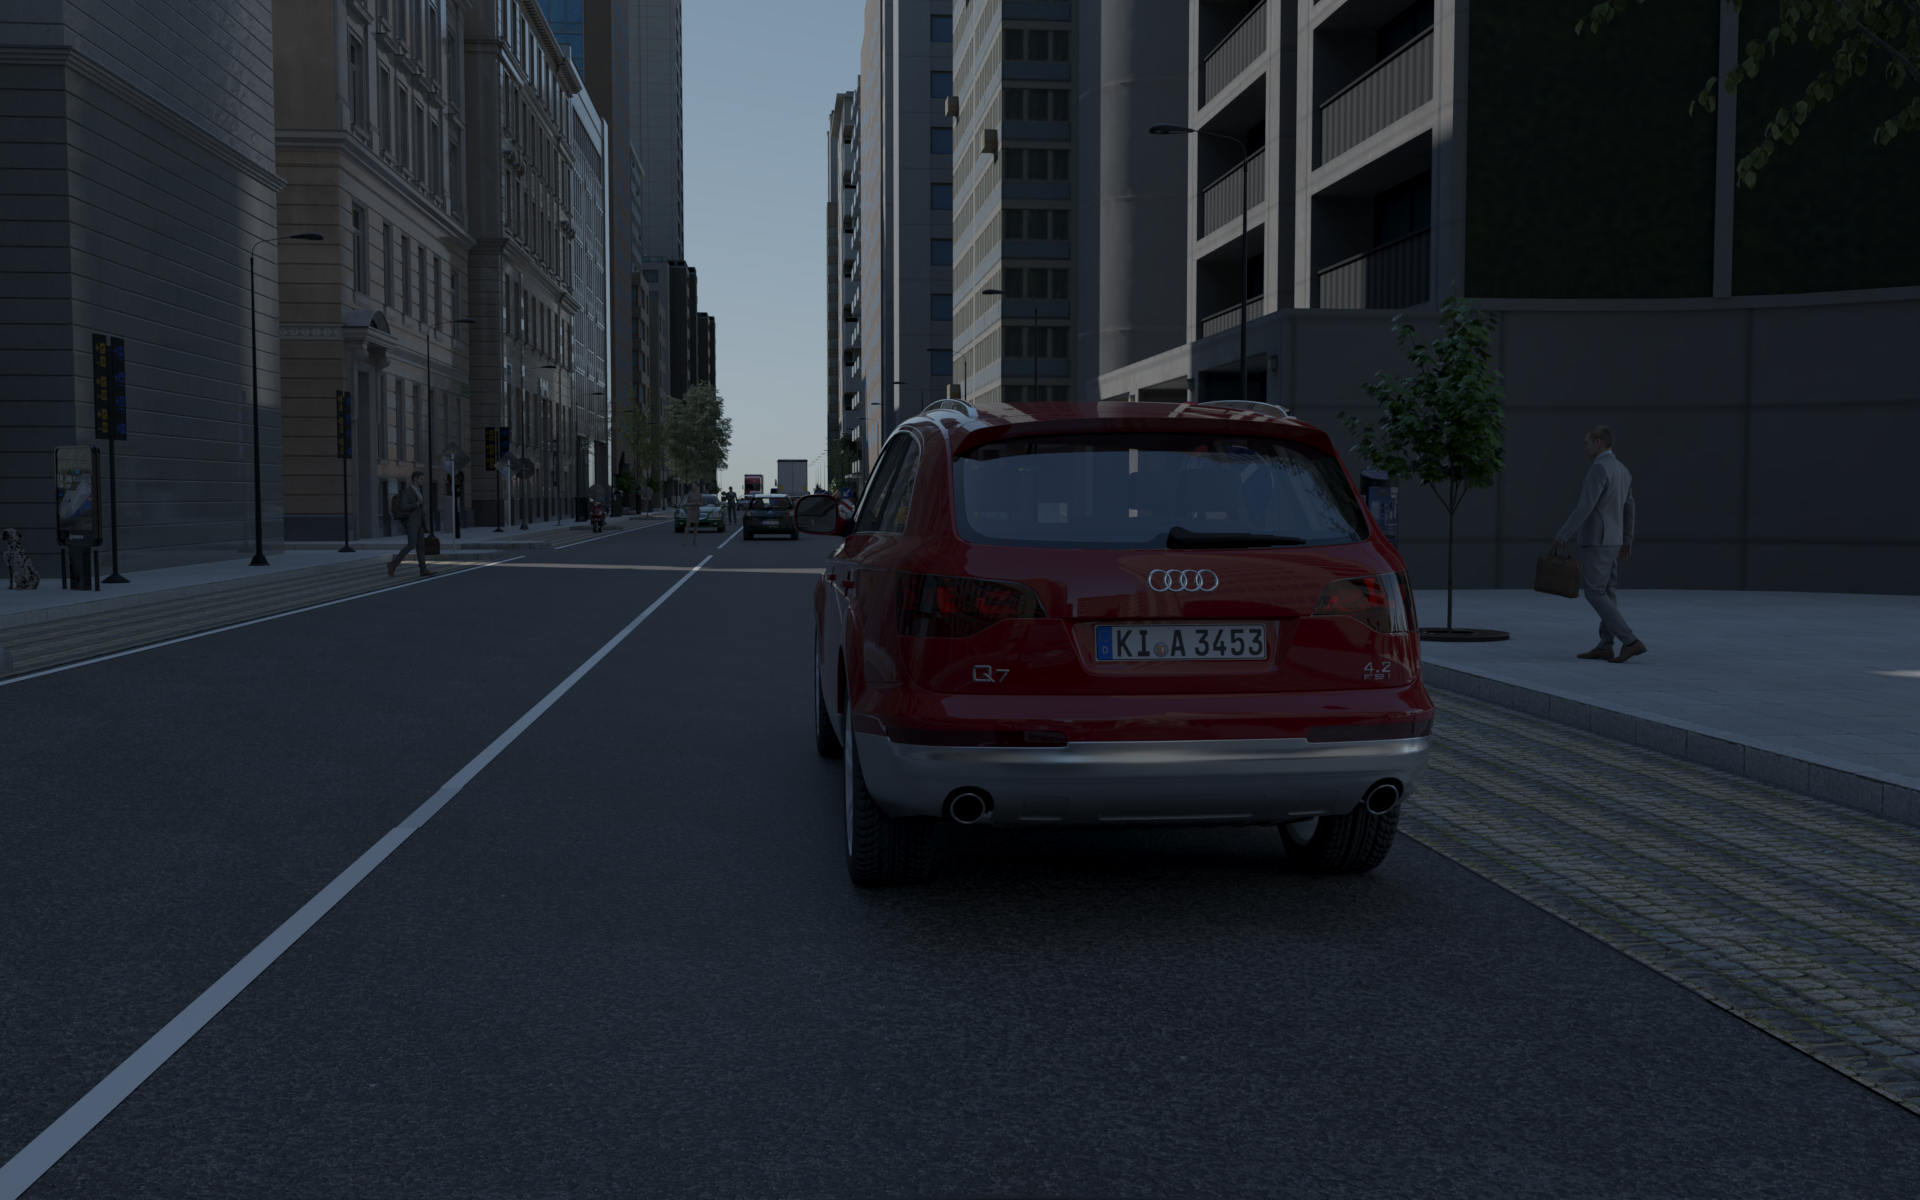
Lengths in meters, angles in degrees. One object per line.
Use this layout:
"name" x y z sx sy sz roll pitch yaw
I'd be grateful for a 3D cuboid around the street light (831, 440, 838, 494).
"street light" -10.039 -10.727 147.932 1.470 5.913 1.316 0 4 -6

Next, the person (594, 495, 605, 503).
"person" -19.328 -5.288 92.841 0.601 1.785 0.444 -1 4 -19

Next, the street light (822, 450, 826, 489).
"street light" -13.535 -12.776 181.421 1.470 5.913 1.316 0 4 -6

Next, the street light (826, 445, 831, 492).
"street light" -11.698 -11.747 164.603 1.470 5.913 1.316 0 4 -6

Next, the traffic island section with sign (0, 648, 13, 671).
"traffic island section with sign" -8.664 -0.299 13.512 1.989 1.847 2.006 0 4 -6

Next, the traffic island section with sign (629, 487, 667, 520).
"traffic island section with sign" -17.224 -5.325 95.693 1.989 1.847 2.006 0 4 -6

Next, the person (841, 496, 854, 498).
"person" -9.994 -8.933 152.921 1.217 1.723 0.721 0 4 -4

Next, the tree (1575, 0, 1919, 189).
"tree" 5.108 -3.551 8.428 4.737 8.622 4.395 0 3 0

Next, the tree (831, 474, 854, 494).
"tree" -11.157 -10.517 166.551 1.663 3.219 1.824 0 3 0

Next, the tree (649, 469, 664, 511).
"tree" -23.804 -8.532 134.101 1.663 3.219 1.824 0 3 0

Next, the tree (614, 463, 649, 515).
"tree" -20.197 -6.792 105.651 1.663 3.219 1.824 0 3 0

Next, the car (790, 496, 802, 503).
"car" -10.473 -6.096 112.244 1.945 1.354 3.894 0 4 -4

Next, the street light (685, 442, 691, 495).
"street light" -24.882 -11.171 155.189 1.470 5.913 1.316 0 4 -6

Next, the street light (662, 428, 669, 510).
"street light" -21.484 -9.146 122.085 1.470 5.913 1.316 0 4 -6

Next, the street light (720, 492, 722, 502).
"street light" -33.666 -16.316 239.313 1.470 5.913 1.316 0 4 -6

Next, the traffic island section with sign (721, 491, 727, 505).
"traffic island section with sign" -33.782 -15.055 254.775 1.989 1.847 2.006 0 4 -6

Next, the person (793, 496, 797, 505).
"person" -9.183 -5.160 97.140 0.394 1.301 0.425 0 4 -8

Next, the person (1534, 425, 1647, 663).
"person" 4.929 -0.441 13.367 0.853 1.813 0.709 3 5 40

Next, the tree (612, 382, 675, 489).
"tree" -21.130 -10.071 115.020 4.737 8.622 4.395 0 3 0

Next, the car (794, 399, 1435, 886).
"car" 0.398 0.043 7.973 2.281 1.827 5.304 0 4 -7

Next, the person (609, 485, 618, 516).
"person" -20.506 -5.914 102.845 0.850 1.850 0.679 3 4 36

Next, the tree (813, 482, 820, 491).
"tree" -22.765 -17.180 275.496 1.663 3.219 1.824 0 3 0

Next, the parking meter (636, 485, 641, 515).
"parking meter" -19.972 -6.230 107.572 0.255 1.863 0.399 -2 4 -26

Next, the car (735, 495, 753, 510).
"car" -18.799 -8.555 152.455 1.945 1.354 3.894 0 4 -8

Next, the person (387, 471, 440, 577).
"person" -9.463 -1.314 29.954 0.822 1.834 0.622 0 4 -3

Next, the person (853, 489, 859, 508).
"person" -9.466 -9.265 158.045 0.721 1.766 1.217 -1 4 -21

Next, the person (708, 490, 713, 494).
"person" -21.572 -8.637 149.742 1.348 1.821 0.705 -1 4 -9

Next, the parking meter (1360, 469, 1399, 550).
"parking meter" 4.094 -0.522 16.951 0.372 1.533 0.369 0 3 0

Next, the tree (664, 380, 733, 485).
"tree" -29.883 -17.620 194.744 9.857 13.997 8.962 0 3 0

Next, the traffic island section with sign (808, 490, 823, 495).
"traffic island section with sign" -14.462 -10.096 173.701 1.989 1.847 2.006 0 4 -6

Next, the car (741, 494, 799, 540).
"car" -5.976 -2.763 54.963 2.009 1.686 4.222 0 4 -5

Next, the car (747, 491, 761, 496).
"car" -27.498 -13.699 232.652 2.281 1.827 5.304 0 4 -6

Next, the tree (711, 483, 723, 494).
"tree" -36.985 -16.394 262.646 1.663 3.219 1.824 0 3 0

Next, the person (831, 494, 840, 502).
"person" -13.749 -11.280 191.201 1.217 1.736 0.721 -2 4 -25

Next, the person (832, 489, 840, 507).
"person" -12.605 -10.546 178.477 1.348 1.823 0.705 0 4 -2

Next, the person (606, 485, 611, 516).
"person" -20.194 -5.737 100.020 0.728 1.800 0.709 -1 4 -23

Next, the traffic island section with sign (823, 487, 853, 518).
"traffic island section with sign" -6.483 -5.407 97.035 1.989 1.847 2.006 0 4 -6

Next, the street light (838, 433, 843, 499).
"street light" -8.274 -9.681 130.825 1.470 5.913 1.316 0 4 -6

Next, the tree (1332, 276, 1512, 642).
"tree" 4.461 -1.278 15.498 1.663 3.219 1.824 0 3 0

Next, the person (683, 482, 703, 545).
"person" -7.476 -2.428 48.543 0.599 1.781 0.374 -1 4 -20

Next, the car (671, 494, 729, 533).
"car" -9.845 -3.298 65.726 2.131 1.459 4.920 0 4 -7

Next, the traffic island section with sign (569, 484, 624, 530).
"traffic island section with sign" -14.432 -3.685 68.882 1.989 1.847 2.006 0 4 -6

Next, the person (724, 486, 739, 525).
"person" -10.711 -4.436 81.211 0.661 1.801 0.590 -1 4 -9

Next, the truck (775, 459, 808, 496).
"truck" -14.049 -9.528 144.703 2.839 4.237 11.283 0 4 -6

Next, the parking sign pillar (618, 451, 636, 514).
"parking sign pillar" -21.265 -7.407 109.581 1.447 3.967 1.447 -1 4 -22

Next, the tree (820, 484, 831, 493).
"tree" -13.656 -11.809 187.684 1.663 3.219 1.824 0 3 0

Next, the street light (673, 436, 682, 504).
"street light" -23.173 -10.158 138.617 1.470 5.913 1.316 0 4 -6

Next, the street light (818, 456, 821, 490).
"street light" -15.164 -13.793 198.057 1.470 5.913 1.316 0 4 -6

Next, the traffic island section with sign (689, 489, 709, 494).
"traffic island section with sign" -22.432 -8.387 145.762 1.989 1.847 2.006 0 4 -6

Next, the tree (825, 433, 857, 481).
"tree" -14.367 -15.681 206.752 4.737 8.622 4.395 0 3 0

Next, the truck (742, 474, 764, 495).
"truck" -29.340 -15.751 246.442 2.839 4.237 11.283 0 4 -4
